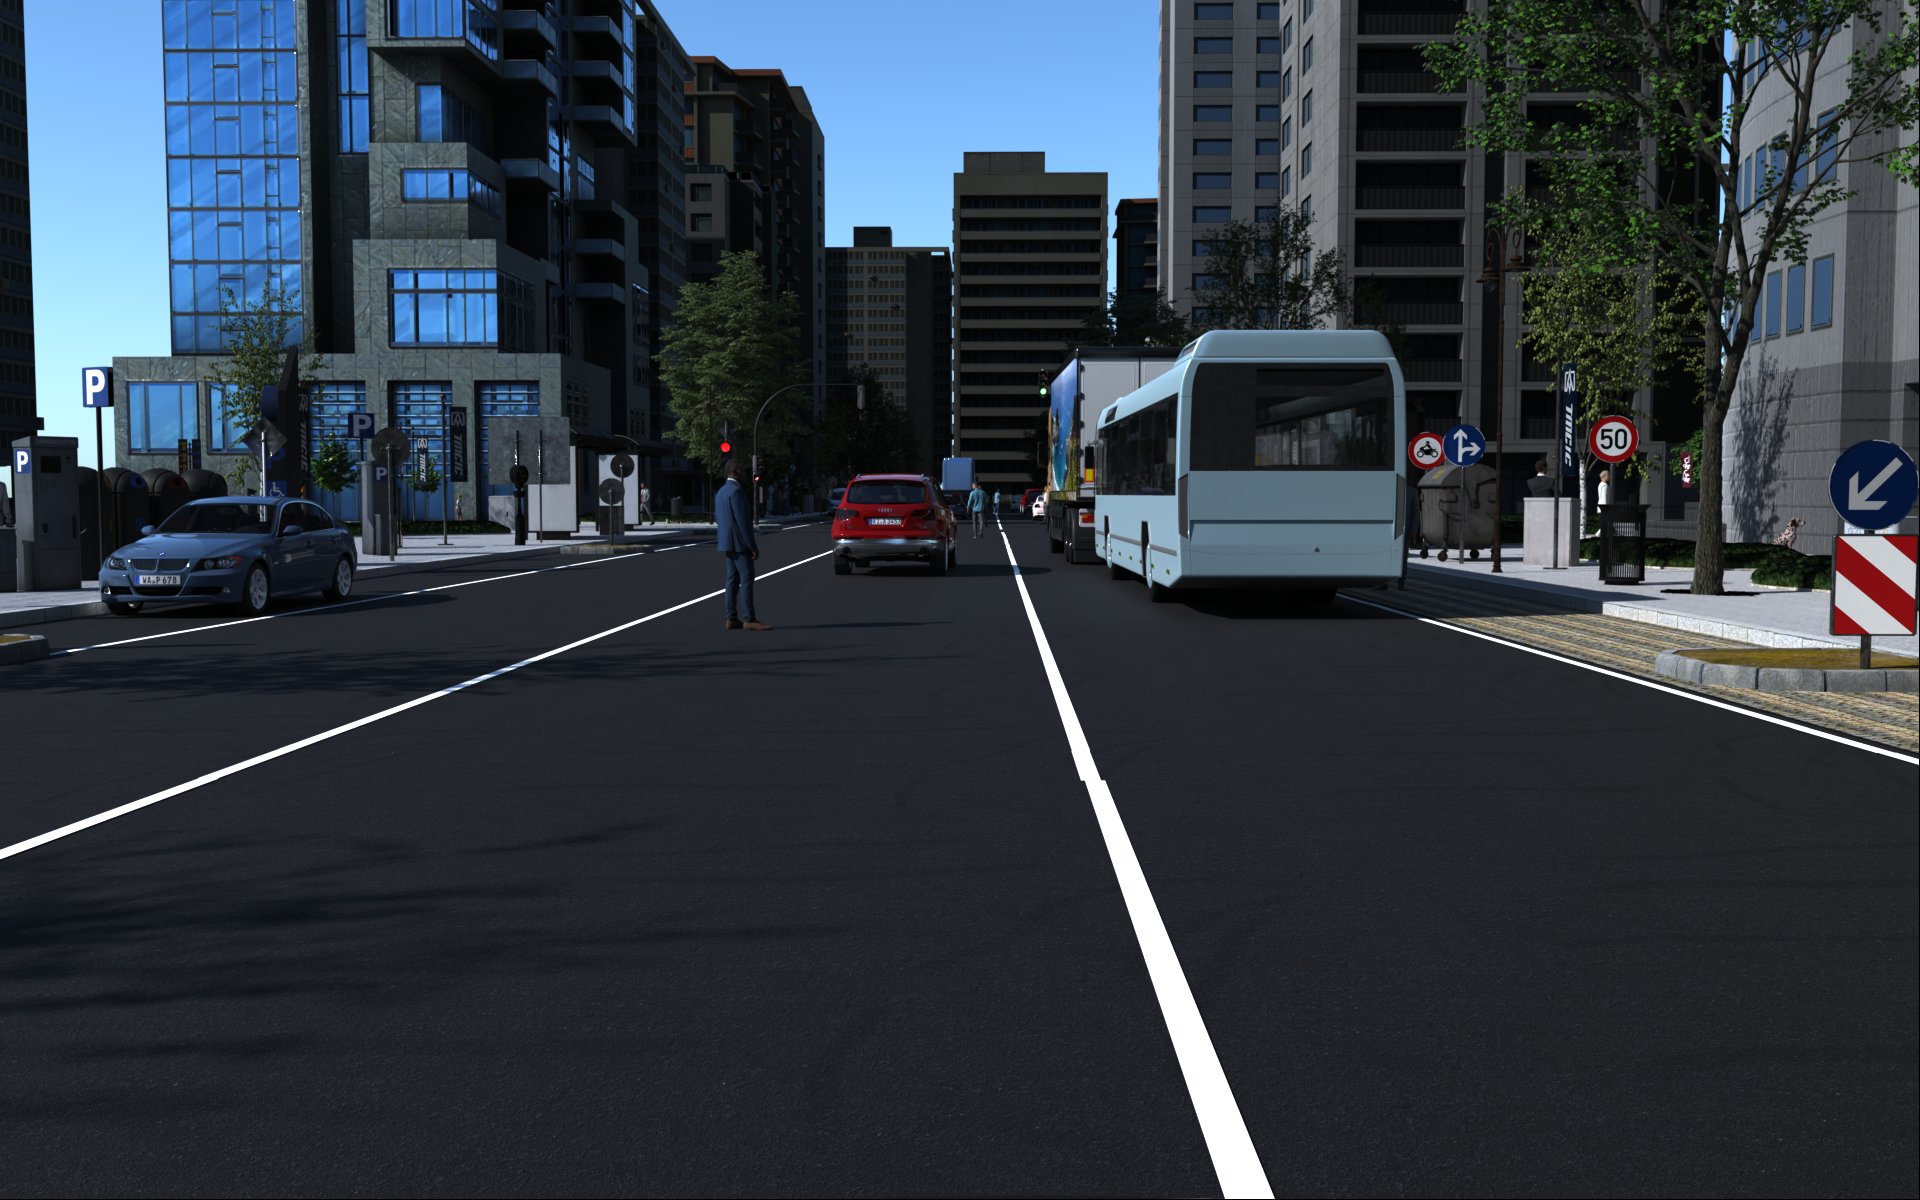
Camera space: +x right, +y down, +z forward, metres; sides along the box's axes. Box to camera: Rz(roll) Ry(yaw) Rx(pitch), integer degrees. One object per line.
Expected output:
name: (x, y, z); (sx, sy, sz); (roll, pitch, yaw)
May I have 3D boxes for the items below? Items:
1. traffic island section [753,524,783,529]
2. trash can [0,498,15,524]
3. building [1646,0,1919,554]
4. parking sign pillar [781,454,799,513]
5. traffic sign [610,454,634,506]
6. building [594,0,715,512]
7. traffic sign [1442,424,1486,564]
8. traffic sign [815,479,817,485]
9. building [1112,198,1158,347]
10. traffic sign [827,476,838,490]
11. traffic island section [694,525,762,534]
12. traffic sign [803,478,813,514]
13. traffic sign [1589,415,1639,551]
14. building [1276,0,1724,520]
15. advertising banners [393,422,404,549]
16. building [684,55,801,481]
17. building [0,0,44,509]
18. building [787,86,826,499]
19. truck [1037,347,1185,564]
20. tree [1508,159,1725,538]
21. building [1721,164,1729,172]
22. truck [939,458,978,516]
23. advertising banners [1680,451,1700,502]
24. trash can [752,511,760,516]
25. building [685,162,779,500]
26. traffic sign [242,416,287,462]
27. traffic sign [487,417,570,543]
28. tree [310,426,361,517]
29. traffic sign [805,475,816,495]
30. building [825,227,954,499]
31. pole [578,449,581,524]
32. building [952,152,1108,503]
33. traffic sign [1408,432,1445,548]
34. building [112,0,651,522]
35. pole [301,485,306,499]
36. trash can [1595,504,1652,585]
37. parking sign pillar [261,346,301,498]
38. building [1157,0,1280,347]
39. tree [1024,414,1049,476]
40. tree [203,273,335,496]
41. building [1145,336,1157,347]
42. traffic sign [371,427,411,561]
traffic island section: (-8.430, -3.016, 71.591); (2.009, 0.180, 2.903); (0, 4, 1)
trash can: (-39.358, -3.658, 71.469); (0.748, 1.137, 0.748); (0, 3, 0)
building: (28.512, -30.188, 35.581); (21.231, 58.520, 28.212); (0, 4, 1)
parking sign pillar: (-11.546, -7.826, 116.420); (1.447, 3.967, 1.447); (2, 4, 35)
traffic sign: (-10.655, -3.337, 54.666); (0.768, 2.556, 0.104); (0, 4, 2)
building: (-33.783, -26.773, 129.620); (32.217, 40.220, 23.993); (0, 4, 1)
traffic sign: (9.221, -1.937, 31.768); (0.768, 2.556, 0.104); (1, 4, 9)
traffic sign: (-11.410, -8.171, 133.700); (0.768, 2.556, 0.104); (0, 4, 4)
building: (35.036, -36.263, 247.518); (28.867, 44.769, 22.147); (0, 4, 1)
traffic sign: (-9.212, -7.638, 124.990); (0.768, 2.556, 0.104); (1, 4, 9)
traffic island section: (-8.563, -2.528, 63.607); (2.009, 0.180, 2.903); (0, 4, 1)
traffic sign: (-9.871, -6.754, 112.551); (0.606, 2.300, 0.079); (0, 4, 3)
traffic sign: (10.557, -1.709, 28.048); (0.768, 2.556, 0.104); (1, 4, 10)
building: (28.319, -39.771, 88.513); (20.611, 71.187, 20.563); (0, 4, 1)
advertising banners: (-13.443, -2.772, 41.513); (0.090, 3.025, 2.074); (-1, 4, -12)
building: (-28.098, -31.907, 176.306); (22.147, 44.769, 28.867); (0, 4, 1)
building: (-68.060, -24.659, 95.057); (23.993, 40.220, 32.217); (0, 4, 1)
building: (-27.321, -35.461, 203.496); (21.600, 48.544, 21.300); (0, 4, 1)
truck: (3.372, -3.037, 38.571); (2.839, 4.237, 11.283); (0, 4, 0)
tree: (13.921, -5.367, 38.107); (4.737, 8.622, 4.395); (0, 3, 0)
building: (69.095, -30.908, 197.232); (23.993, 40.220, 32.217); (0, 4, 1)
truck: (-0.095, -8.107, 122.311); (2.967, 4.110, 18.799); (0, 3, 0)
advertising banners: (30.283, -4.541, 70.441); (2.074, 3.025, 0.090); (3, 5, 44)
trash can: (-12.307, -5.629, 103.692); (0.748, 1.137, 0.748); (0, 3, 0)
building: (-24.053, -23.426, 154.714); (14.160, 30.474, 14.107); (0, 4, 1)
traffic sign: (-11.799, -1.814, 29.390); (0.795, 2.593, 0.064); (0, 4, 5)
traffic sign: (-11.391, -3.173, 45.745); (2.265, 3.308, 0.079); (0, 4, 8)
tree: (-17.719, -3.347, 49.319); (1.663, 3.219, 1.824); (0, 3, 0)
traffic sign: (-10.058, -7.094, 116.088); (0.768, 2.556, 0.104); (0, 4, 4)
building: (-12.888, -34.405, 254.401); (23.993, 40.220, 32.217); (0, 4, 1)
pole: (-16.167, -4.857, 73.255); (0.158, 3.312, 0.155); (0, 3, 0)
building: (9.805, -38.168, 247.753); (21.600, 48.544, 21.300); (0, 4, 1)
traffic sign: (9.586, -2.170, 35.583); (0.768, 2.556, 0.104); (1, 4, 10)
building: (-29.172, -47.708, 92.695); (22.319, 86.520, 31.000); (0, 4, 1)
pole: (-26.935, -4.716, 70.946); (0.158, 3.312, 0.155); (0, 3, 0)
trash can: (9.371, -0.785, 24.494); (0.748, 1.137, 0.748); (0, 3, 0)
parking sign pillar: (-12.091, -2.594, 30.884); (1.447, 3.967, 1.447); (-1, 4, -12)
building: (29.996, -38.418, 170.127); (21.231, 58.520, 28.212); (0, 4, 1)
tree: (11.169, -15.495, 187.748); (7.601, 10.594, 8.767); (2, 4, 32)
tree: (-23.541, -6.617, 58.555); (4.737, 8.622, 4.395); (0, 3, 0)
building: (34.542, -21.691, 199.687); (27.650, 21.520, 28.899); (0, 4, 1)
traffic sign: (-10.861, -2.015, 33.048); (0.768, 2.556, 0.104); (0, 4, 4)
